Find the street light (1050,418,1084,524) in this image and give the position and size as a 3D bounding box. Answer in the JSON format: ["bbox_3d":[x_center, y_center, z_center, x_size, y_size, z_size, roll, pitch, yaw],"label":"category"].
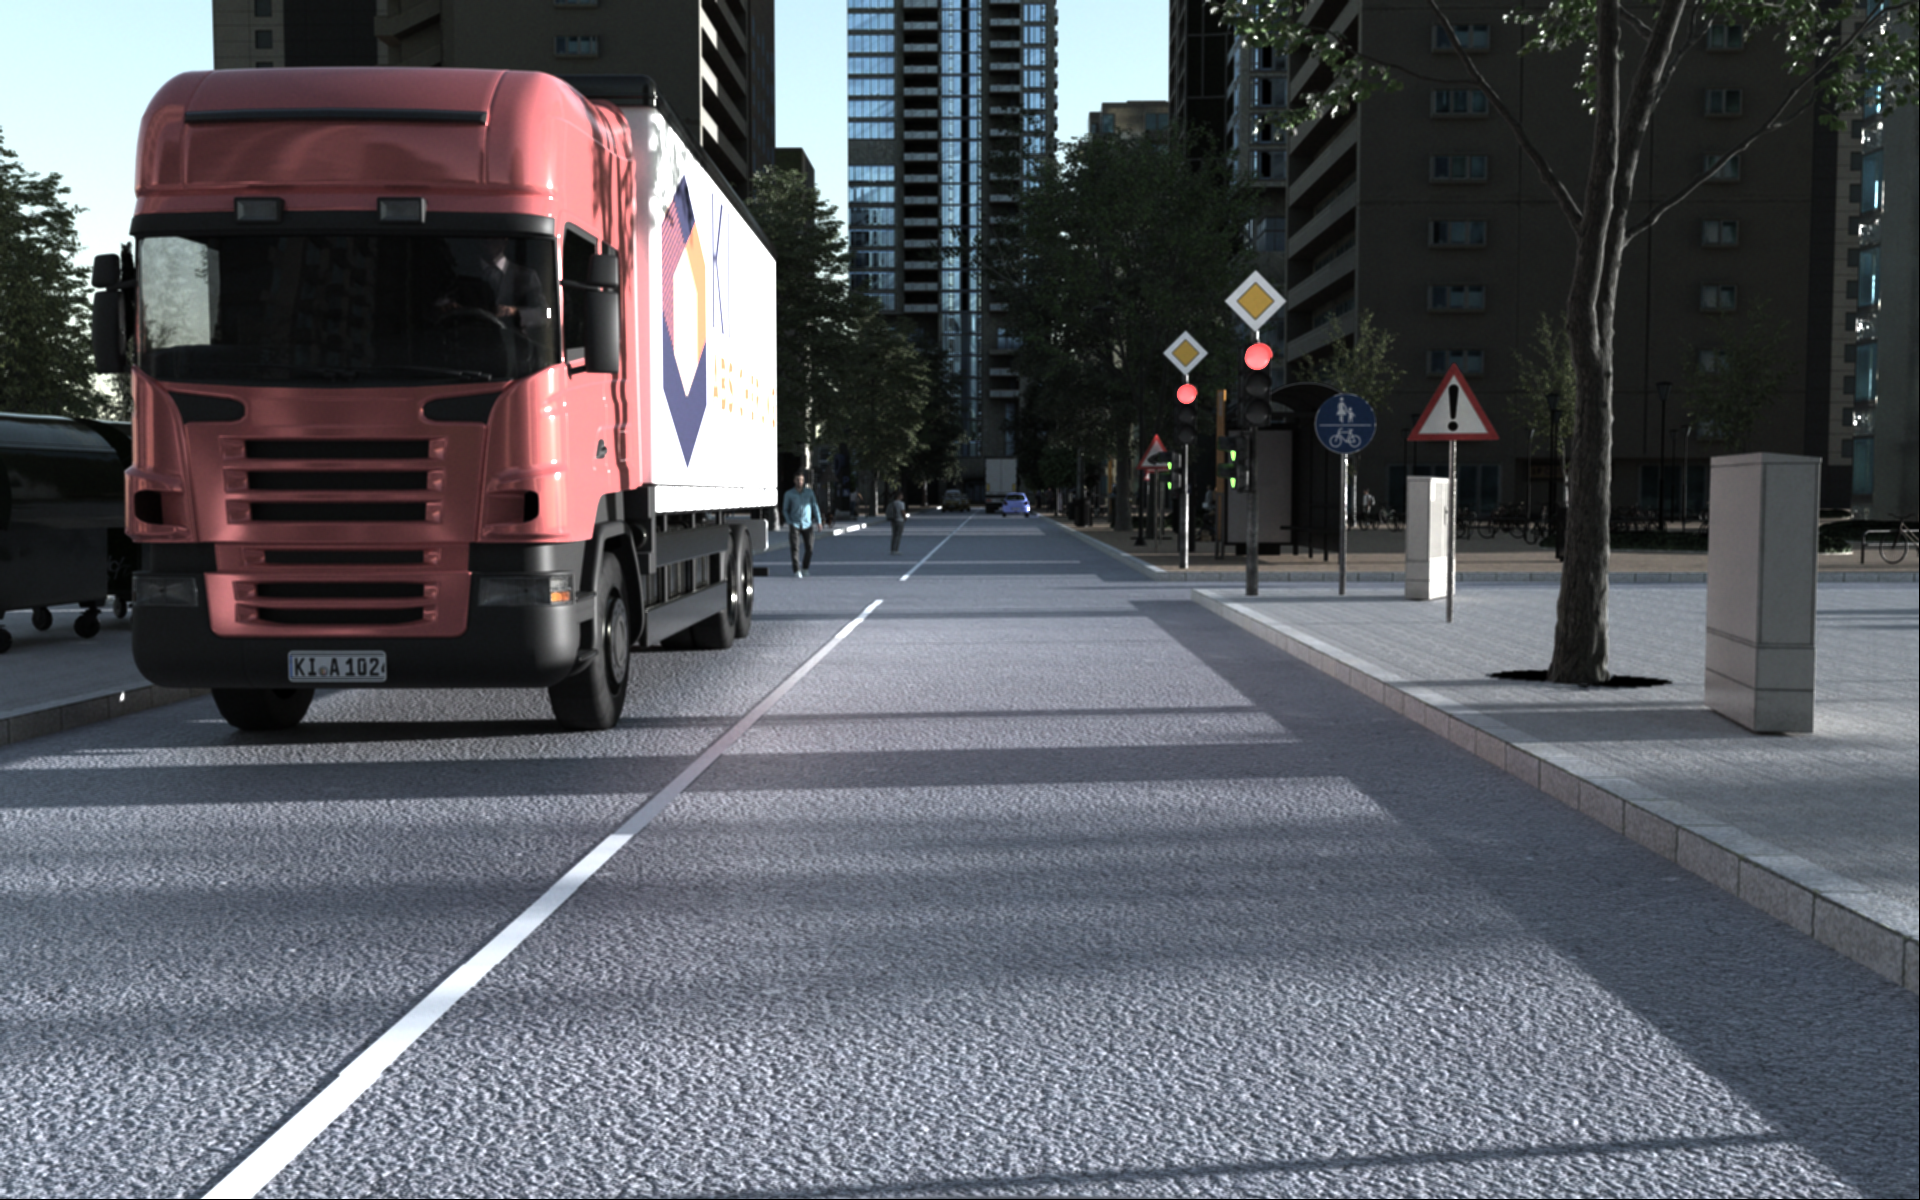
[{"bbox_3d":[4.640,-6.167,73.372,1.470,5.913,1.316,0,4,1],"label":"street light"}]

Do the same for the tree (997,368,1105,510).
[{"bbox_3d":[7.817,-13.883,143.992,9.611,12.733,9.660,0,3,0],"label":"tree"}]

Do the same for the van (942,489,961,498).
[{"bbox_3d":[-0.611,-8.966,153.605,2.013,2.044,4.112,0,4,0],"label":"van"}]

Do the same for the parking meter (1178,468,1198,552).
[{"bbox_3d":[5.042,-1.997,38.355,0.399,1.863,0.255,1,4,17],"label":"parking meter"}]

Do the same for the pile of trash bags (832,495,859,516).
[{"bbox_3d":[-6.958,-5.564,100.723,1.912,1.369,3.447,-1,4,-9],"label":"pile of trash bags"}]

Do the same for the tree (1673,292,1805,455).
[{"bbox_3d":[28.149,-6.867,62.646,4.737,8.622,4.395,0,3,0],"label":"tree"}]

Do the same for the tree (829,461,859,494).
[{"bbox_3d":[-5.680,-5.690,87.631,1.663,3.219,1.824,0,3,0],"label":"tree"}]

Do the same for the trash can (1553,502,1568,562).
[{"bbox_3d":[11.615,-1.295,32.821,0.748,1.137,0.748,0,3,0],"label":"trash can"}]

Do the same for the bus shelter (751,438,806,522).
[{"bbox_3d":[-7.763,-5.105,74.752,1.731,3.624,6.357,0,4,1],"label":"bus shelter"}]

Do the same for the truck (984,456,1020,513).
[{"bbox_3d":[3.176,-8.726,131.576,2.839,4.237,11.283,0,4,2],"label":"truck"}]

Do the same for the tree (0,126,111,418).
[{"bbox_3d":[-30.162,-8.236,52.779,7.486,12.596,7.792,0,3,0],"label":"tree"}]

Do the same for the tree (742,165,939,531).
[{"bbox_3d":[-6.188,-8.682,60.077,7.486,12.596,7.792,0,3,0],"label":"tree"}]

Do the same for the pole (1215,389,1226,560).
[{"bbox_3d":[5.100,-2.450,33.894,0.158,3.312,0.155,0,3,0],"label":"pole"}]

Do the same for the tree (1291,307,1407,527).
[{"bbox_3d":[15.229,-7.185,67.843,4.737,8.622,4.395,0,3,0],"label":"tree"}]

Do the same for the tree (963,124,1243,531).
[{"bbox_3d":[5.804,-9.399,60.327,9.857,13.997,8.962,0,3,0],"label":"tree"}]

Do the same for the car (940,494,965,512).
[{"bbox_3d":[-0.578,-7.849,138.554,2.015,1.641,3.980,0,4,1],"label":"car"}]

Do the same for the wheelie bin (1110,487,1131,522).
[{"bbox_3d":[6.736,-3.984,73.051,0.980,1.594,0.693,-2,4,-33],"label":"wheelie bin"}]

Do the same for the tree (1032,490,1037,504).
[{"bbox_3d":[8.036,-11.445,181.730,1.663,3.219,1.824,0,3,0],"label":"tree"}]

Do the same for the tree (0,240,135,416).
[{"bbox_3d":[-46.694,-11.608,91.610,13.155,14.587,18.604,-2,4,-35],"label":"tree"}]

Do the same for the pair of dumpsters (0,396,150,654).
[{"bbox_3d":[-8.205,-0.814,15.803,1.574,2.255,4.437,0,4,1],"label":"pair of dumpsters"}]

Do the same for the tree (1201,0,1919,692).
[{"bbox_3d":[4.306,-5.235,11.346,9.928,11.665,9.643,0,3,0],"label":"tree"}]

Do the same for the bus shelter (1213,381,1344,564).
[{"bbox_3d":[6.286,-2.444,33.879,2.014,3.302,5.546,0,4,1],"label":"bus shelter"}]

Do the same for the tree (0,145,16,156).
[{"bbox_3d":[-20.165,-5.134,34.305,4.737,8.622,4.395,0,3,0],"label":"tree"}]

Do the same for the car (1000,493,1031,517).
[{"bbox_3d":[3.513,-6.101,109.344,1.945,1.707,3.694,0,4,1],"label":"car"}]

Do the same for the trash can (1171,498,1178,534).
[{"bbox_3d":[7.221,-2.732,56.327,0.748,1.137,0.748,0,3,0],"label":"trash can"}]

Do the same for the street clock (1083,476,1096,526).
[{"bbox_3d":[5.162,-3.935,68.910,0.471,2.002,0.358,-1,4,-12],"label":"street clock"}]

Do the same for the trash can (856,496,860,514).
[{"bbox_3d":[-6.366,-5.658,104.159,0.748,1.137,0.748,0,3,0],"label":"trash can"}]

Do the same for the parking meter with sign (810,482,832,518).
[{"bbox_3d":[-7.290,-5.930,93.223,1.738,3.016,0.543,-1,4,-22],"label":"parking meter with sign"}]

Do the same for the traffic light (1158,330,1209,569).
[{"bbox_3d":[3.842,-2.500,29.789,0.839,4.253,0.868,0,4,1],"label":"traffic light"}]

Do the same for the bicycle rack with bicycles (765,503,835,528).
[{"bbox_3d":[-6.370,-3.295,67.260,2.852,0.926,2.925,-1,4,-22],"label":"bicycle rack with bicycles"}]

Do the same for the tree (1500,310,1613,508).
[{"bbox_3d":[23.828,-7.222,68.438,4.737,8.622,4.395,0,3,0],"label":"tree"}]

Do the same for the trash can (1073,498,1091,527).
[{"bbox_3d":[4.787,-3.443,67.954,0.748,1.137,0.748,0,3,0],"label":"trash can"}]

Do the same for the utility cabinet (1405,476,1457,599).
[{"bbox_3d":[5.798,-0.770,21.269,0.318,1.500,1.173,2,4,30],"label":"utility cabinet"}]

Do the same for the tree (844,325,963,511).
[{"bbox_3d":[-4.116,-13.711,130.829,9.857,13.997,8.962,0,3,0],"label":"tree"}]

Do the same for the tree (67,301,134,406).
[{"bbox_3d":[-30.963,-6.973,64.367,4.360,8.622,3.978,0,3,0],"label":"tree"}]

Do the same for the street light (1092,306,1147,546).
[{"bbox_3d":[3.964,-4.311,43.025,1.470,5.913,1.316,0,4,1],"label":"street light"}]

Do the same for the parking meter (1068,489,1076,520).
[{"bbox_3d":[5.573,-4.750,86.080,0.372,1.533,0.369,0,3,0],"label":"parking meter"}]

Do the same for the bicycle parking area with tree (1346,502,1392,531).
[{"bbox_3d":[18.400,-4.501,60.586,9.016,4.147,8.231,-2,4,-35],"label":"bicycle parking area with tree"}]

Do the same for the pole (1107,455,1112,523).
[{"bbox_3d":[6.671,-5.094,77.132,0.158,3.312,0.155,0,3,0],"label":"pole"}]

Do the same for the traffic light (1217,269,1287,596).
[{"bbox_3d":[3.676,-2.011,21.806,0.839,4.253,0.868,0,4,1],"label":"traffic light"}]

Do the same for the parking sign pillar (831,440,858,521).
[{"bbox_3d":[-5.664,-5.806,83.403,1.447,3.967,1.447,-1,4,-20],"label":"parking sign pillar"}]

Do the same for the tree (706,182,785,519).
[{"bbox_3d":[-6.180,-5.509,40.437,4.737,8.622,4.395,0,3,0],"label":"tree"}]

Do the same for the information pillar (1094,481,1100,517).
[{"bbox_3d":[7.636,-5.626,96.473,0.304,2.012,0.304,1,4,14],"label":"information pillar"}]

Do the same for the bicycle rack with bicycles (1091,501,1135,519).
[{"bbox_3d":[7.736,-4.639,89.229,2.852,0.926,2.925,-2,4,-35],"label":"bicycle rack with bicycles"}]

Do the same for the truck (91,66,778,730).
[{"bbox_3d":[-3.264,-1.529,13.910,2.839,4.237,11.283,0,3,0],"label":"truck"}]

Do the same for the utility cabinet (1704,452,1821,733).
[{"bbox_3d":[4.487,-0.062,9.701,0.318,1.500,1.173,1,4,11],"label":"utility cabinet"}]

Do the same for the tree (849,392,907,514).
[{"bbox_3d":[-5.365,-9.873,111.780,4.737,8.622,4.395,0,3,0],"label":"tree"}]

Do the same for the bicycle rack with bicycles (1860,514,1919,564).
[{"bbox_3d":[17.973,-1.099,31.358,2.925,0.926,2.852,-1,4,-23],"label":"bicycle rack with bicycles"}]

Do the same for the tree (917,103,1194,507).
[{"bbox_3d":[4.759,-14.021,85.139,12.611,20.169,13.585,0,3,0],"label":"tree"}]

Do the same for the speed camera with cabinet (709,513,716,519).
[{"bbox_3d":[-7.618,-3.512,51.752,0.660,3.252,2.038,2,4,28],"label":"speed camera with cabinet"}]

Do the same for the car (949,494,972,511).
[{"bbox_3d":[-0.020,-8.220,144.621,2.015,1.641,3.980,0,4,2],"label":"car"}]

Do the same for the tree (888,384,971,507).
[{"bbox_3d":[-3.580,-15.623,172.440,9.611,12.733,9.660,0,3,0],"label":"tree"}]

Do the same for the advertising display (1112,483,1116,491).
[{"bbox_3d":[9.238,-5.994,103.217,0.123,1.923,0.974,-2,4,-30],"label":"advertising display"}]

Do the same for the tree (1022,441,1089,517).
[{"bbox_3d":[5.938,-7.058,99.116,4.285,4.588,4.351,0,3,0],"label":"tree"}]
